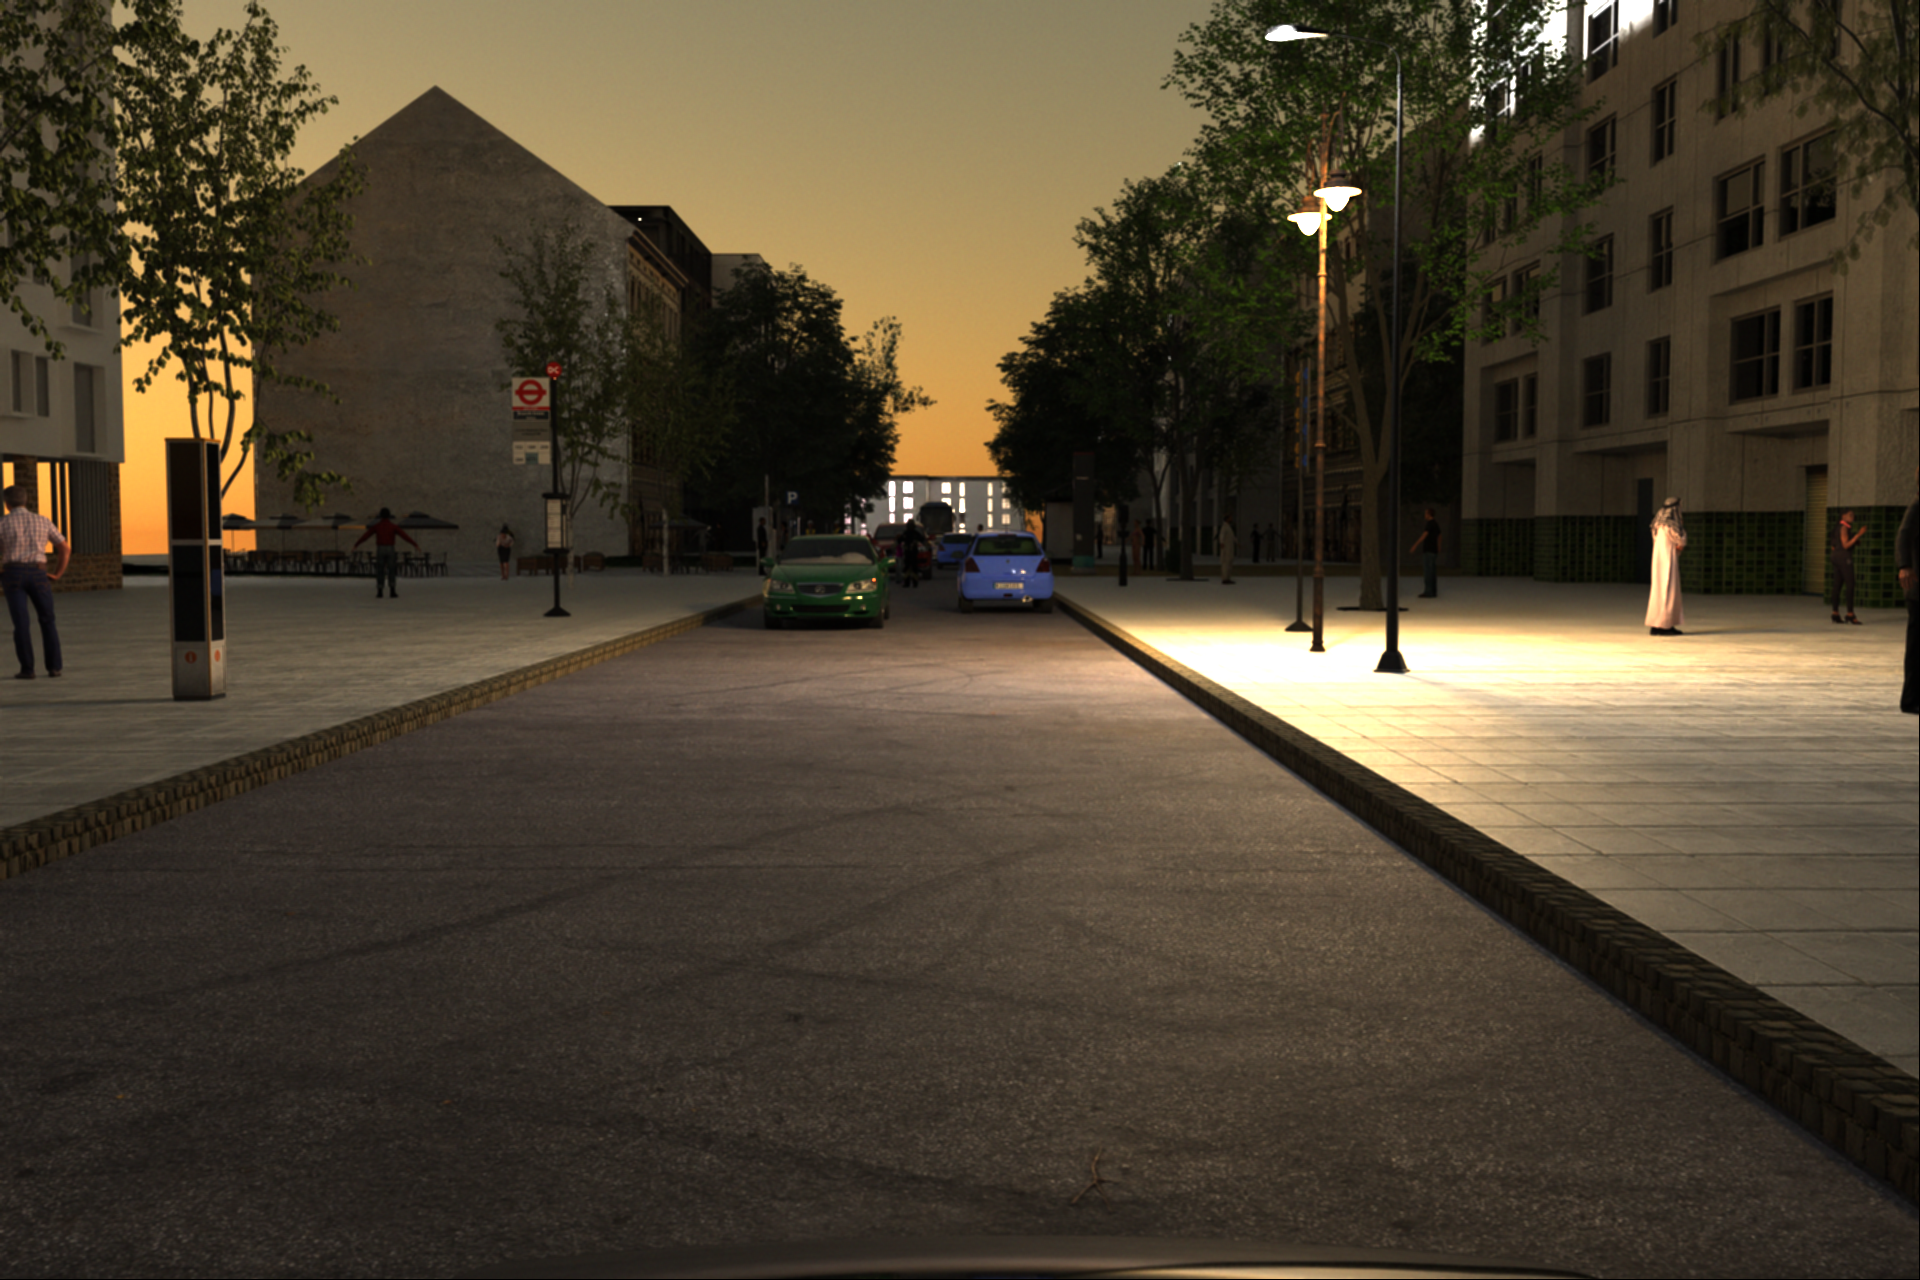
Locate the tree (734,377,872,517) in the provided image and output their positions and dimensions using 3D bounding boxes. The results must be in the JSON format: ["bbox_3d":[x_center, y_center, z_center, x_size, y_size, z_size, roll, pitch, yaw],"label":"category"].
[{"bbox_3d":[-8.984,-9.914,96.502,8.767,10.594,7.601,0,4,3],"label":"tree"}]

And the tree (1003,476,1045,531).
[{"bbox_3d":[5.485,-12.267,150.920,4.360,8.622,3.978,0,3,0],"label":"tree"}]

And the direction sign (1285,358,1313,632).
[{"bbox_3d":[4.478,-1.881,22.753,0.379,3.537,0.876,0,3,0],"label":"direction sign"}]

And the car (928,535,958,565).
[{"bbox_3d":[-1.022,-4.224,81.429,2.083,1.381,4.827,0,4,0],"label":"car"}]

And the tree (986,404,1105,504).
[{"bbox_3d":[6.151,-10.774,110.568,8.767,10.594,7.601,-2,4,-25],"label":"tree"}]

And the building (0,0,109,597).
[{"bbox_3d":[-24.392,-10.435,27.030,16.016,20.090,11.380,0,4,-1],"label":"building"}]

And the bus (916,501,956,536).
[{"bbox_3d":[-1.732,-8.651,132.998,2.896,3.916,12.251,0,4,0],"label":"bus"}]

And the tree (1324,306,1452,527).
[{"bbox_3d":[13.367,-6.462,56.014,4.360,8.622,3.978,0,3,0],"label":"tree"}]

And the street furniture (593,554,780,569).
[{"bbox_3d":[-8.816,-3.137,66.918,10.072,0.657,5.734,0,4,2],"label":"street furniture"}]

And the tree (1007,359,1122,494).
[{"bbox_3d":[6.433,-10.715,100.948,9.928,11.665,9.643,0,3,0],"label":"tree"}]

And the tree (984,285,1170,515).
[{"bbox_3d":[5.943,-11.002,86.536,9.857,13.997,8.962,0,3,0],"label":"tree"}]

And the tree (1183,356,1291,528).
[{"bbox_3d":[10.546,-7.153,67.317,4.737,8.622,4.395,0,3,0],"label":"tree"}]

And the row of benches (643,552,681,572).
[{"bbox_3d":[-10.405,-2.762,60.624,1.422,0.672,4.104,0,4,2],"label":"row of benches"}]

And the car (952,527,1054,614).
[{"bbox_3d":[0.817,-1.404,32.551,1.945,1.707,3.694,0,4,-1],"label":"car"}]

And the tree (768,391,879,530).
[{"bbox_3d":[-8.818,-10.535,106.663,8.767,10.594,7.601,1,4,14],"label":"tree"}]

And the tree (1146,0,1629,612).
[{"bbox_3d":[6.976,-6.306,28.862,9.928,11.665,9.643,0,3,0],"label":"tree"}]

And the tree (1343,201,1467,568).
[{"bbox_3d":[18.749,-9.712,65.440,9.857,13.997,8.962,0,3,0],"label":"tree"}]

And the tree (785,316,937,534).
[{"bbox_3d":[-7.837,-17.943,149.259,12.611,20.169,13.585,0,3,0],"label":"tree"}]

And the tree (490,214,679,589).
[{"bbox_3d":[-8.953,-5.489,40.107,4.737,8.622,4.395,0,3,0],"label":"tree"}]

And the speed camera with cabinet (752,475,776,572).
[{"bbox_3d":[-6.630,-3.935,58.668,0.660,3.252,2.038,0,4,1],"label":"speed camera with cabinet"}]

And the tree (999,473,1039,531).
[{"bbox_3d":[5.730,-12.685,157.768,4.360,8.622,3.978,0,3,0],"label":"tree"}]

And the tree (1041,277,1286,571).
[{"bbox_3d":[6.975,-7.669,59.803,8.767,10.594,7.601,0,4,4],"label":"tree"}]

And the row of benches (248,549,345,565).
[{"bbox_3d":[-27.384,-3.439,71.692,4.104,0.672,1.422,0,4,7],"label":"row of benches"}]

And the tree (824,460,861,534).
[{"bbox_3d":[-9.158,-10.126,115.926,4.360,8.622,3.978,0,3,0],"label":"tree"}]

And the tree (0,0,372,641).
[{"bbox_3d":[-8.780,-4.270,20.171,4.737,8.622,4.395,0,3,0],"label":"tree"}]

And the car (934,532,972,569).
[{"bbox_3d":[-0.096,-3.792,71.582,1.945,1.707,3.694,0,4,0],"label":"car"}]

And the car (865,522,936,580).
[{"bbox_3d":[-1.908,-2.871,55.616,2.281,1.827,5.304,0,4,-1],"label":"car"}]

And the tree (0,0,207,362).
[{"bbox_3d":[-8.659,-3.923,14.501,4.737,8.622,4.395,0,3,0],"label":"tree"}]

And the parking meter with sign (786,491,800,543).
[{"bbox_3d":[-6.804,-4.580,71.136,0.543,3.016,1.738,0,4,-1],"label":"parking meter with sign"}]

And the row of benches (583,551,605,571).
[{"bbox_3d":[-13.011,-2.821,61.588,1.422,0.672,4.104,-1,4,-10],"label":"row of benches"}]

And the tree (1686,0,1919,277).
[{"bbox_3d":[6.651,-3.721,11.209,4.360,8.622,3.978,0,3,0],"label":"tree"}]

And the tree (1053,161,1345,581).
[{"bbox_3d":[6.362,-7.440,47.392,9.928,11.665,9.643,0,3,0],"label":"tree"}]

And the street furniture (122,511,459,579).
[{"bbox_3d":[-28.308,-3.164,56.753,14.083,1.986,27.439,-3,5,-45],"label":"street furniture"}]

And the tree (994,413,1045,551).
[{"bbox_3d":[6.484,-12.813,135.240,9.928,11.665,9.643,0,3,0],"label":"tree"}]

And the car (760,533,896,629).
[{"bbox_3d":[-2.076,-0.976,27.761,2.131,1.459,4.920,0,4,-1],"label":"car"}]

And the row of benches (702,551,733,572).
[{"bbox_3d":[-8.534,-2.776,60.856,1.422,0.672,4.104,-1,4,-14],"label":"row of benches"}]

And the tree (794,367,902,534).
[{"bbox_3d":[-9.110,-13.789,132.110,9.857,13.997,8.962,0,3,0],"label":"tree"}]

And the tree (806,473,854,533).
[{"bbox_3d":[-9.199,-10.597,123.630,4.737,8.622,4.395,0,3,0],"label":"tree"}]

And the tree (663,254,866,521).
[{"bbox_3d":[-8.906,-10.635,80.532,9.857,13.997,8.962,0,3,0],"label":"tree"}]

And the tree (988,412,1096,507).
[{"bbox_3d":[6.482,-11.478,122.074,8.767,10.594,7.601,-1,4,-21],"label":"tree"}]

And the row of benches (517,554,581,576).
[{"bbox_3d":[-13.074,-2.441,55.370,1.422,0.672,4.104,0,4,8],"label":"row of benches"}]

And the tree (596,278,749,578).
[{"bbox_3d":[-8.433,-6.146,50.851,4.737,8.622,4.395,0,3,0],"label":"tree"}]

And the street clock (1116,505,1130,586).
[{"bbox_3d":[4.017,-2.327,42.617,0.358,2.002,0.471,0,3,0],"label":"street clock"}]
